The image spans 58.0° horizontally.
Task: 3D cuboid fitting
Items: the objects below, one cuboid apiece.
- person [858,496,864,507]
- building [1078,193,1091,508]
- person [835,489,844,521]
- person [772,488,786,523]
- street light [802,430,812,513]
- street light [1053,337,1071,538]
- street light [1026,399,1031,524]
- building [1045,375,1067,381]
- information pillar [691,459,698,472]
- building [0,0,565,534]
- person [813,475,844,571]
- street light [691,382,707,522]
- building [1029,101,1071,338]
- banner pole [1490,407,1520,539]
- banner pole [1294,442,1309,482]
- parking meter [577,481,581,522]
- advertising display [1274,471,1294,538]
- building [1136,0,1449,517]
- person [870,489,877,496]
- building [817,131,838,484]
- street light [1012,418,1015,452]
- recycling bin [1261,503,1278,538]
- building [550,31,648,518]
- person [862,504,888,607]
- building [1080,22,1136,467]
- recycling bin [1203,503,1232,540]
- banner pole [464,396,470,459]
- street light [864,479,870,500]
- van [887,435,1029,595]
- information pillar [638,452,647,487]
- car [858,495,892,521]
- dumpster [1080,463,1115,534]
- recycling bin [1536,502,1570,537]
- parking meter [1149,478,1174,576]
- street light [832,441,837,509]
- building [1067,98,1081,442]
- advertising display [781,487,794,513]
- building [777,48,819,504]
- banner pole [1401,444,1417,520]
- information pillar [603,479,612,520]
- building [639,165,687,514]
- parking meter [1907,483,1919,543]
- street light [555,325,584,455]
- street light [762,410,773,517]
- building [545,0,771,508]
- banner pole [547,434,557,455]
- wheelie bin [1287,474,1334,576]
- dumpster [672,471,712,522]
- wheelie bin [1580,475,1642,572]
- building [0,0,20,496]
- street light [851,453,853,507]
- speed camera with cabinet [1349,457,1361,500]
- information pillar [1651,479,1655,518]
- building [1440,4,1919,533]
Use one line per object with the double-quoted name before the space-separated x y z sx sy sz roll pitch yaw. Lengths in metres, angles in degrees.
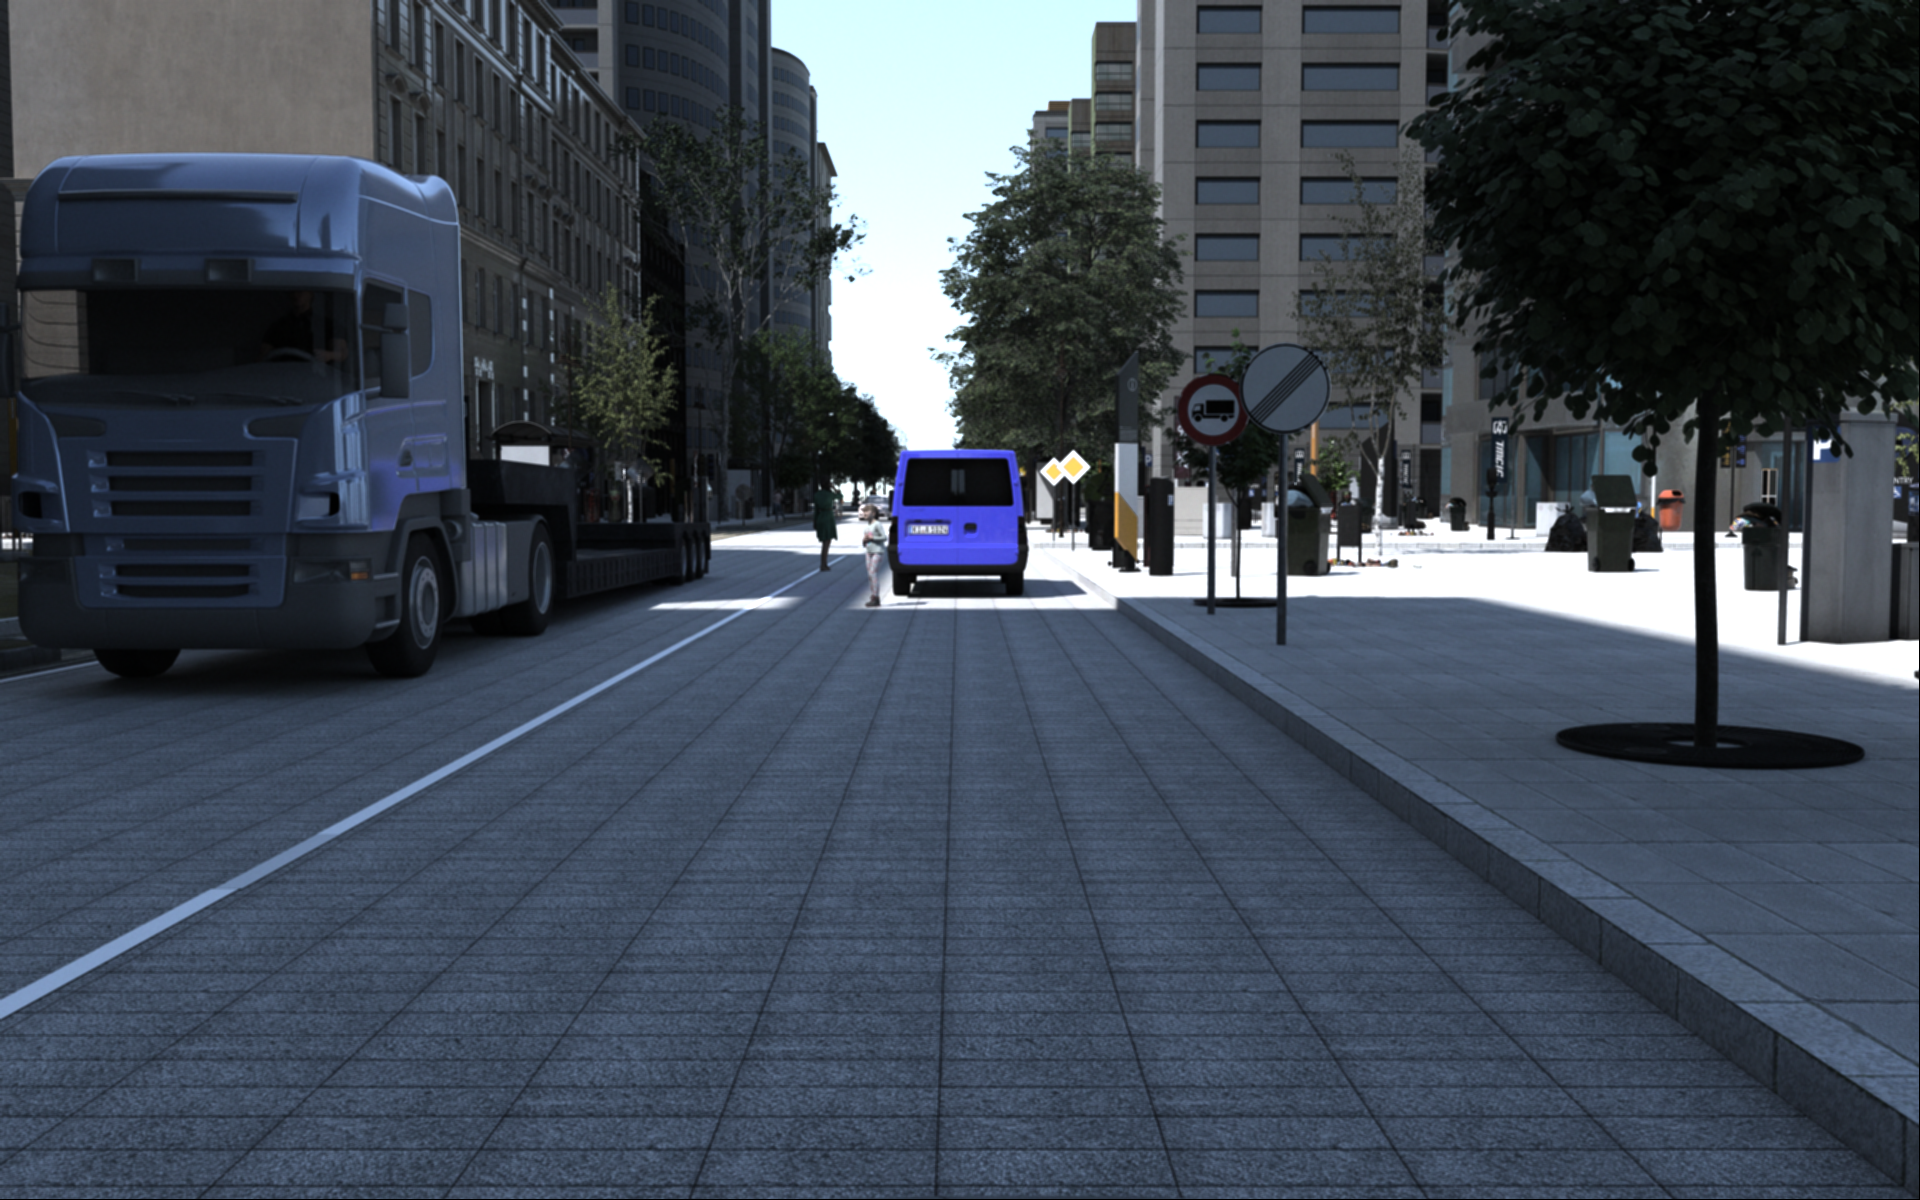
"person" -6.341 -5.990 110.708 0.425 1.301 0.394 -1 4 -10
"building" 18.367 -24.269 168.498 14.160 30.474 14.107 0 3 0
"person" -6.500 -5.126 93.321 0.522 1.701 0.512 1 4 11
"person" -9.008 -4.721 86.272 0.643 1.750 0.593 2 4 34
"street light" -10.657 -8.945 119.046 0.468 5.910 1.993 0 3 0
"street light" 2.994 -4.783 50.997 0.468 5.910 1.993 0 3 0
"street light" 2.970 -6.245 74.888 0.468 5.910 1.993 0 3 0
"building" 25.601 -24.024 237.836 27.650 21.520 28.899 0 3 0
"information pillar" -17.803 -7.650 116.435 0.504 3.616 0.183 1 4 21
"building" -24.019 -16.459 66.373 12.463 27.353 25.104 0 3 0
"person" -2.532 -1.450 32.449 0.600 1.795 0.529 2 4 23
"street light" -10.717 -6.033 71.429 0.468 5.910 1.993 0 3 0
"building" 21.132 -44.289 266.115 21.231 58.520 28.212 0 3 0
"banner pole" 15.595 -3.641 49.545 0.863 3.779 0.401 1 4 22
"banner pole" 16.459 -5.699 83.189 0.863 3.779 0.401 1 4 20
"parking meter" -14.717 -3.710 66.366 0.255 1.863 0.399 1 4 18
"advertising display" 9.292 -2.721 49.705 0.123 1.923 0.974 -1 4 -17
"building" 21.345 -34.494 105.980 21.231 58.520 28.212 0 3 0
"person" -6.803 -7.902 137.712 1.348 1.821 0.705 -2 4 -33
"building" -32.990 -40.698 254.651 28.713 52.752 27.495 0 3 0
"street light" 3.077 -7.674 98.256 0.468 5.910 1.993 0 3 0
"recycling bin" 9.380 -2.374 51.368 0.722 1.027 0.722 0 4 -7
"building" -24.755 -18.012 91.753 12.463 27.353 25.104 0 3 0
"person" -1.112 -0.570 22.105 0.425 1.301 0.394 2 4 32
"building" 18.480 -28.777 154.100 14.154 41.232 14.086 0 3 0
"recycling bin" 7.404 -2.249 49.320 0.722 1.027 0.722 3 5 45
"banner pole" -11.358 -2.981 38.761 0.863 3.779 0.401 0 4 -2
"street light" -10.696 -13.548 194.297 0.468 5.910 1.993 0 3 0
"van" -0.024 -1.332 26.169 2.240 2.365 5.245 0 3 0
"information pillar" -17.651 -6.417 96.278 0.504 3.616 0.183 0 4 -2
"car" -4.501 -5.072 95.286 2.083 1.381 4.827 0 4 2
"dumpster" 4.651 -3.242 55.495 1.502 2.255 1.985 0 3 0
"recycling bin" 17.899 -2.430 52.288 0.722 1.027 0.722 -3 4 -37
"parking meter" 3.171 -1.153 27.270 0.372 1.533 0.369 0 3 0
"street light" -10.697 -10.690 147.562 0.468 5.910 1.993 0 3 0
"building" 18.235 -30.504 182.334 14.154 41.232 14.086 0 3 0
"advertising display" -11.727 -6.879 117.681 0.974 1.923 0.123 -2 4 -33
"building" -30.196 -41.876 226.674 21.231 58.520 28.212 0 3 0
"banner pole" 22.376 -5.890 86.324 0.863 3.779 0.401 0 4 1
"information pillar" -17.187 -4.894 84.509 0.304 2.012 0.304 1 4 16
"building" -25.229 -17.299 112.520 12.332 23.373 15.834 0 3 0
"parking meter" 20.956 -1.804 37.910 0.372 1.533 0.369 0 3 0
"street light" -10.684 -4.569 47.491 0.468 5.910 1.993 0 3 0
"street light" -10.616 -7.516 95.679 0.468 5.910 1.993 0 3 0
"building" -29.723 -38.038 163.927 21.231 58.520 28.212 0 3 0
"banner pole" -15.099 -4.530 64.083 0.401 3.779 0.863 -3 5 -42
"wheelie bin" 5.446 -1.184 27.274 0.693 1.594 0.980 2 4 31
"dumpster" -11.491 -4.387 74.223 1.502 2.255 1.985 0 4 0
"wheelie bin" 10.697 -1.265 28.584 0.980 1.594 0.693 0 4 0
"building" -47.801 -17.230 59.211 29.804 29.767 11.434 0 3 0
"street light" -10.662 -12.119 170.930 0.468 5.910 1.993 0 3 0
"speed camera with cabinet" 21.487 -5.984 92.166 0.660 3.252 2.038 3 5 43
"information pillar" 19.628 -3.526 48.997 0.183 3.616 0.504 1 4 23
"building" 34.216 -27.311 66.146 30.456 49.044 23.786 0 3 0
